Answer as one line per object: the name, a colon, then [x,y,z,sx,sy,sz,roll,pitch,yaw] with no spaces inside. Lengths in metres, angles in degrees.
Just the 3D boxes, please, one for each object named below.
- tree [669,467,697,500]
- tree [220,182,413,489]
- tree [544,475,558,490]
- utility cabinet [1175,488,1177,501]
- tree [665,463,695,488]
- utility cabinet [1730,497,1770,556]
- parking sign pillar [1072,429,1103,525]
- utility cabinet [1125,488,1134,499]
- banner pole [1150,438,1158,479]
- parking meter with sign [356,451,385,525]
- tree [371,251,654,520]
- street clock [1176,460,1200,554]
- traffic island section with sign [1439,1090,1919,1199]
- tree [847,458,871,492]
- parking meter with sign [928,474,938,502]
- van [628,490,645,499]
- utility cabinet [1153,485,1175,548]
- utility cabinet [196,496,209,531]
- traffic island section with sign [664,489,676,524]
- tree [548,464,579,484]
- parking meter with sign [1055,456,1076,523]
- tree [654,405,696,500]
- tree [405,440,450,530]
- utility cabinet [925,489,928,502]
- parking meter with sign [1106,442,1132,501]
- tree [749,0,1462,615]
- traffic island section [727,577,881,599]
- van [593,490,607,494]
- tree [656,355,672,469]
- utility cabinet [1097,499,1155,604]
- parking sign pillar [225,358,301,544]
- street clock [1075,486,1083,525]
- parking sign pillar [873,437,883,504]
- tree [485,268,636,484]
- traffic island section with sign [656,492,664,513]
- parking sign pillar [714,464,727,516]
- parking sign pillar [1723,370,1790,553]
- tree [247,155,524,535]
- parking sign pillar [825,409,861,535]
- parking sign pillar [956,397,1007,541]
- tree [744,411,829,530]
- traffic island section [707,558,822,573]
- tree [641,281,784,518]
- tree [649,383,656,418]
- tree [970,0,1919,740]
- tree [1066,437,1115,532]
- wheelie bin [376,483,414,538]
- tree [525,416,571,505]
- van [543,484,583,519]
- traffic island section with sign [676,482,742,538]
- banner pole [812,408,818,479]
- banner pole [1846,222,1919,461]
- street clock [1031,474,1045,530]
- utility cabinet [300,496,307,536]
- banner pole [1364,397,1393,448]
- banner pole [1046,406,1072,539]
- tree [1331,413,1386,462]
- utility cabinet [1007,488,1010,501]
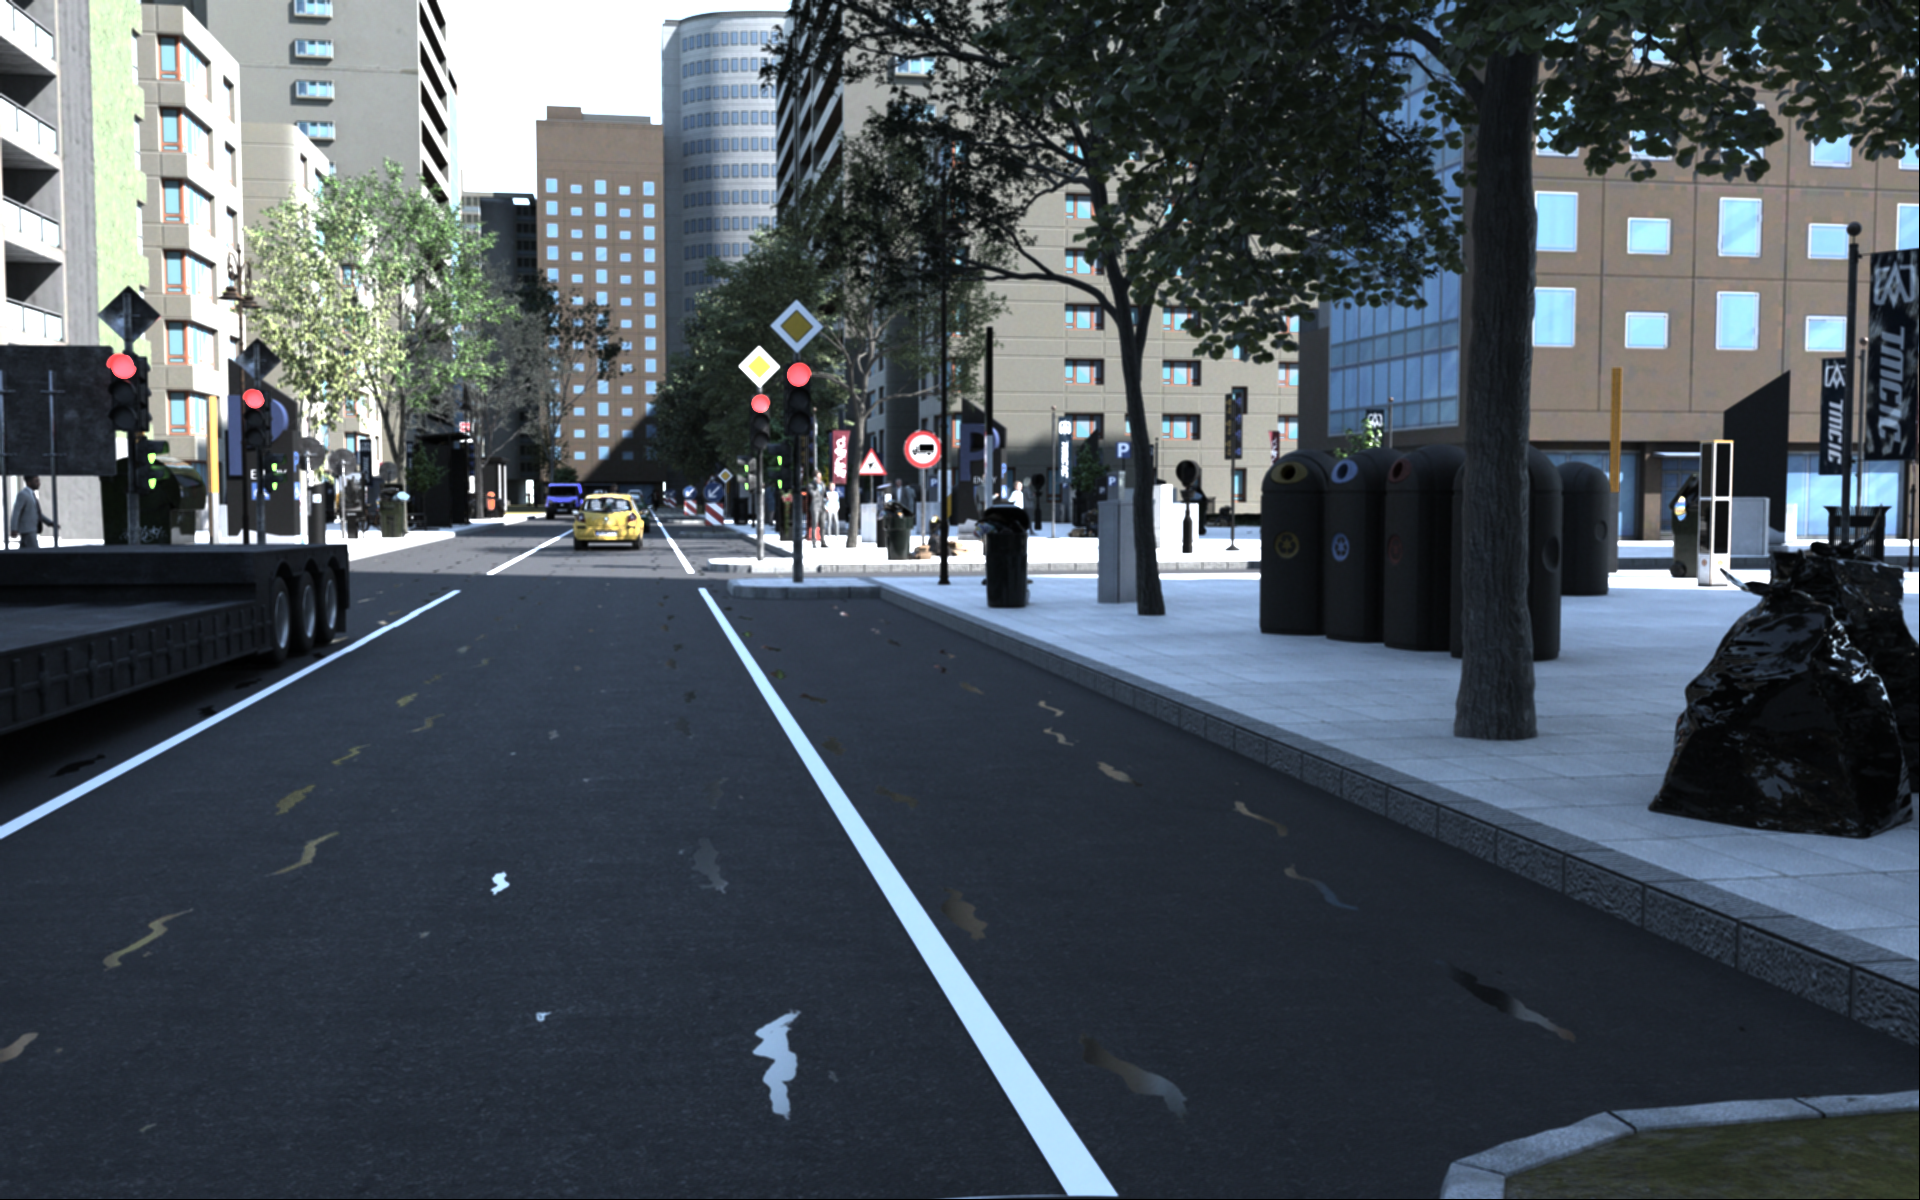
tree: [-28.137,-15.704,182.507,9.928,11.665,9.643,0,3,0]
tree: [-15.606,-5.610,42.084,4.737,8.622,4.395,0,3,0]
tree: [-40.133,-10.841,171.844,1.663,3.219,1.824,0,3,0]
utility cabinet: [7.288,-3.279,62.292,0.318,1.500,1.173,-2,4,-33]
tree: [-23.912,-12.340,152.129,4.737,8.622,4.395,0,3,0]
utility cabinet: [16.398,-1.540,36.341,1.020,1.237,0.306,3,5,43]
parking sign pillar: [5.422,-5.138,72.480,1.447,3.967,1.447,-2,4,-35]
utility cabinet: [6.585,-3.546,66.655,1.173,1.500,0.318,0,4,3]
banner pole: [8.553,-5.324,77.058,0.863,3.779,0.401,3,5,39]
parking meter with sign: [-23.994,-4.586,71.247,0.543,3.016,1.738,1,4,22]
tree: [-23.992,-10.777,86.574,12.009,13.543,11.850,0,3,0]
street clock: [4.894,-1.996,37.205,0.471,2.002,0.358,2,4,32]
traffic island section with sign: [1.831,0.367,2.631,1.989,1.847,2.006,-1,4,-10]
tree: [-5.218,-6.065,93.759,1.663,3.219,1.824,0,3,0]
parking meter with sign: [-0.920,-4.153,64.165,0.543,3.016,1.738,1,4,12]
van: [-33.620,-10.542,179.368,2.013,2.044,4.112,-1,4,-9]
utility cabinet: [4.759,-1.987,41.169,0.318,1.500,1.173,1,4,19]
utility cabinet: [-26.787,-3.045,60.953,0.306,1.237,1.020,-3,5,-45]
traffic island section with sign: [-13.317,-4.652,84.694,1.989,1.847,2.006,-1,4,-10]
tree: [-41.067,-11.985,179.662,4.285,4.588,4.351,0,3,0]
parking meter with sign: [4.819,-4.908,76.500,0.543,3.016,1.738,3,5,39]
tree: [-26.304,-15.904,170.397,12.009,13.543,11.850,0,3,0]
tree: [-19.247,-4.104,61.702,1.663,3.219,1.824,0,3,0]
utility cabinet: [-1.807,-4.485,82.014,1.173,1.500,0.318,-1,4,-11]
parking meter with sign: [5.113,-3.725,57.163,0.543,3.016,1.738,2,4,25]
tree: [1.843,-5.136,18.390,8.767,10.594,7.601,-3,4,-37]
traffic island section: [-2.331,-0.177,25.174,2.009,0.180,2.903,-1,4,-10]
van: [-36.776,-10.408,177.177,2.013,2.044,4.112,-1,4,-12]
tree: [-7.880,-9.469,72.952,7.486,12.596,7.792,0,3,0]
utility cabinet: [1.988,-0.587,20.765,0.306,1.237,1.020,2,4,30]
parking sign pillar: [-13.792,-2.800,34.257,1.447,3.967,1.447,0,4,-5]
street clock: [4.682,-3.889,68.152,0.358,2.002,0.471,0,4,8]
parking sign pillar: [-3.872,-5.708,81.793,1.447,3.967,1.447,0,4,-2]
tree: [-33.400,-17.607,143.762,12.611,20.169,13.585,0,3,0]
traffic island section with sign: [-22.243,-7.613,133.100,1.989,1.847,2.006,-1,4,-10]
parking sign pillar: [-14.189,-6.981,102.617,1.447,3.967,1.447,-1,4,-21]
parking sign pillar: [17.445,-3.030,38.014,1.447,3.967,1.447,2,4,24]
tree: [-17.903,-7.887,54.702,9.928,11.665,9.643,0,3,0]
parking sign pillar: [-3.836,-4.028,54.330,1.447,3.967,1.447,0,4,-7]
parking sign pillar: [0.619,-3.629,47.814,1.447,3.967,1.447,2,4,24]
tree: [-6.155,-4.830,62.682,4.285,4.588,4.351,0,3,0]
traffic island section: [-3.780,-0.657,33.027,2.009,0.180,2.903,-1,4,-10]
tree: [-12.348,-10.784,93.321,9.611,12.733,9.660,0,3,0]
tree: [-17.735,-12.386,120.633,7.486,12.596,7.792,0,3,0]
tree: [3.077,-5.527,8.487,7.486,12.596,7.792,0,3,0]
tree: [4.240,-3.952,59.212,1.663,3.219,1.824,0,3,0]
wheelie bin: [-16.543,-2.606,50.510,0.980,1.594,0.693,0,4,-6]
tree: [-37.204,-12.558,155.693,4.737,8.622,4.395,0,3,0]
van: [-22.768,-5.831,99.713,2.240,2.365,5.245,-1,4,-10]
traffic island section with sign: [-8.295,-2.986,57.451,1.989,1.847,2.006,-1,4,-10]
banner pole: [-4.206,-3.698,50.472,0.401,3.779,0.863,0,4,3]
banner pole: [8.356,-1.580,15.852,0.401,3.779,0.863,-2,4,-34]
street clock: [2.787,-3.506,61.890,0.471,2.002,0.358,-3,5,-41]
utility cabinet: [-19.977,-2.571,53.201,0.306,1.237,1.020,0,4,-2]
banner pole: [10.918,-3.360,44.958,0.863,3.779,0.401,1,4,10]
banner pole: [2.857,-3.627,49.326,0.863,3.779,0.401,-2,4,-30]
tree: [9.471,-2.785,40.134,1.663,3.219,1.824,0,3,0]
utility cabinet: [1.408,-3.572,67.083,0.318,1.500,1.173,-3,5,-41]
